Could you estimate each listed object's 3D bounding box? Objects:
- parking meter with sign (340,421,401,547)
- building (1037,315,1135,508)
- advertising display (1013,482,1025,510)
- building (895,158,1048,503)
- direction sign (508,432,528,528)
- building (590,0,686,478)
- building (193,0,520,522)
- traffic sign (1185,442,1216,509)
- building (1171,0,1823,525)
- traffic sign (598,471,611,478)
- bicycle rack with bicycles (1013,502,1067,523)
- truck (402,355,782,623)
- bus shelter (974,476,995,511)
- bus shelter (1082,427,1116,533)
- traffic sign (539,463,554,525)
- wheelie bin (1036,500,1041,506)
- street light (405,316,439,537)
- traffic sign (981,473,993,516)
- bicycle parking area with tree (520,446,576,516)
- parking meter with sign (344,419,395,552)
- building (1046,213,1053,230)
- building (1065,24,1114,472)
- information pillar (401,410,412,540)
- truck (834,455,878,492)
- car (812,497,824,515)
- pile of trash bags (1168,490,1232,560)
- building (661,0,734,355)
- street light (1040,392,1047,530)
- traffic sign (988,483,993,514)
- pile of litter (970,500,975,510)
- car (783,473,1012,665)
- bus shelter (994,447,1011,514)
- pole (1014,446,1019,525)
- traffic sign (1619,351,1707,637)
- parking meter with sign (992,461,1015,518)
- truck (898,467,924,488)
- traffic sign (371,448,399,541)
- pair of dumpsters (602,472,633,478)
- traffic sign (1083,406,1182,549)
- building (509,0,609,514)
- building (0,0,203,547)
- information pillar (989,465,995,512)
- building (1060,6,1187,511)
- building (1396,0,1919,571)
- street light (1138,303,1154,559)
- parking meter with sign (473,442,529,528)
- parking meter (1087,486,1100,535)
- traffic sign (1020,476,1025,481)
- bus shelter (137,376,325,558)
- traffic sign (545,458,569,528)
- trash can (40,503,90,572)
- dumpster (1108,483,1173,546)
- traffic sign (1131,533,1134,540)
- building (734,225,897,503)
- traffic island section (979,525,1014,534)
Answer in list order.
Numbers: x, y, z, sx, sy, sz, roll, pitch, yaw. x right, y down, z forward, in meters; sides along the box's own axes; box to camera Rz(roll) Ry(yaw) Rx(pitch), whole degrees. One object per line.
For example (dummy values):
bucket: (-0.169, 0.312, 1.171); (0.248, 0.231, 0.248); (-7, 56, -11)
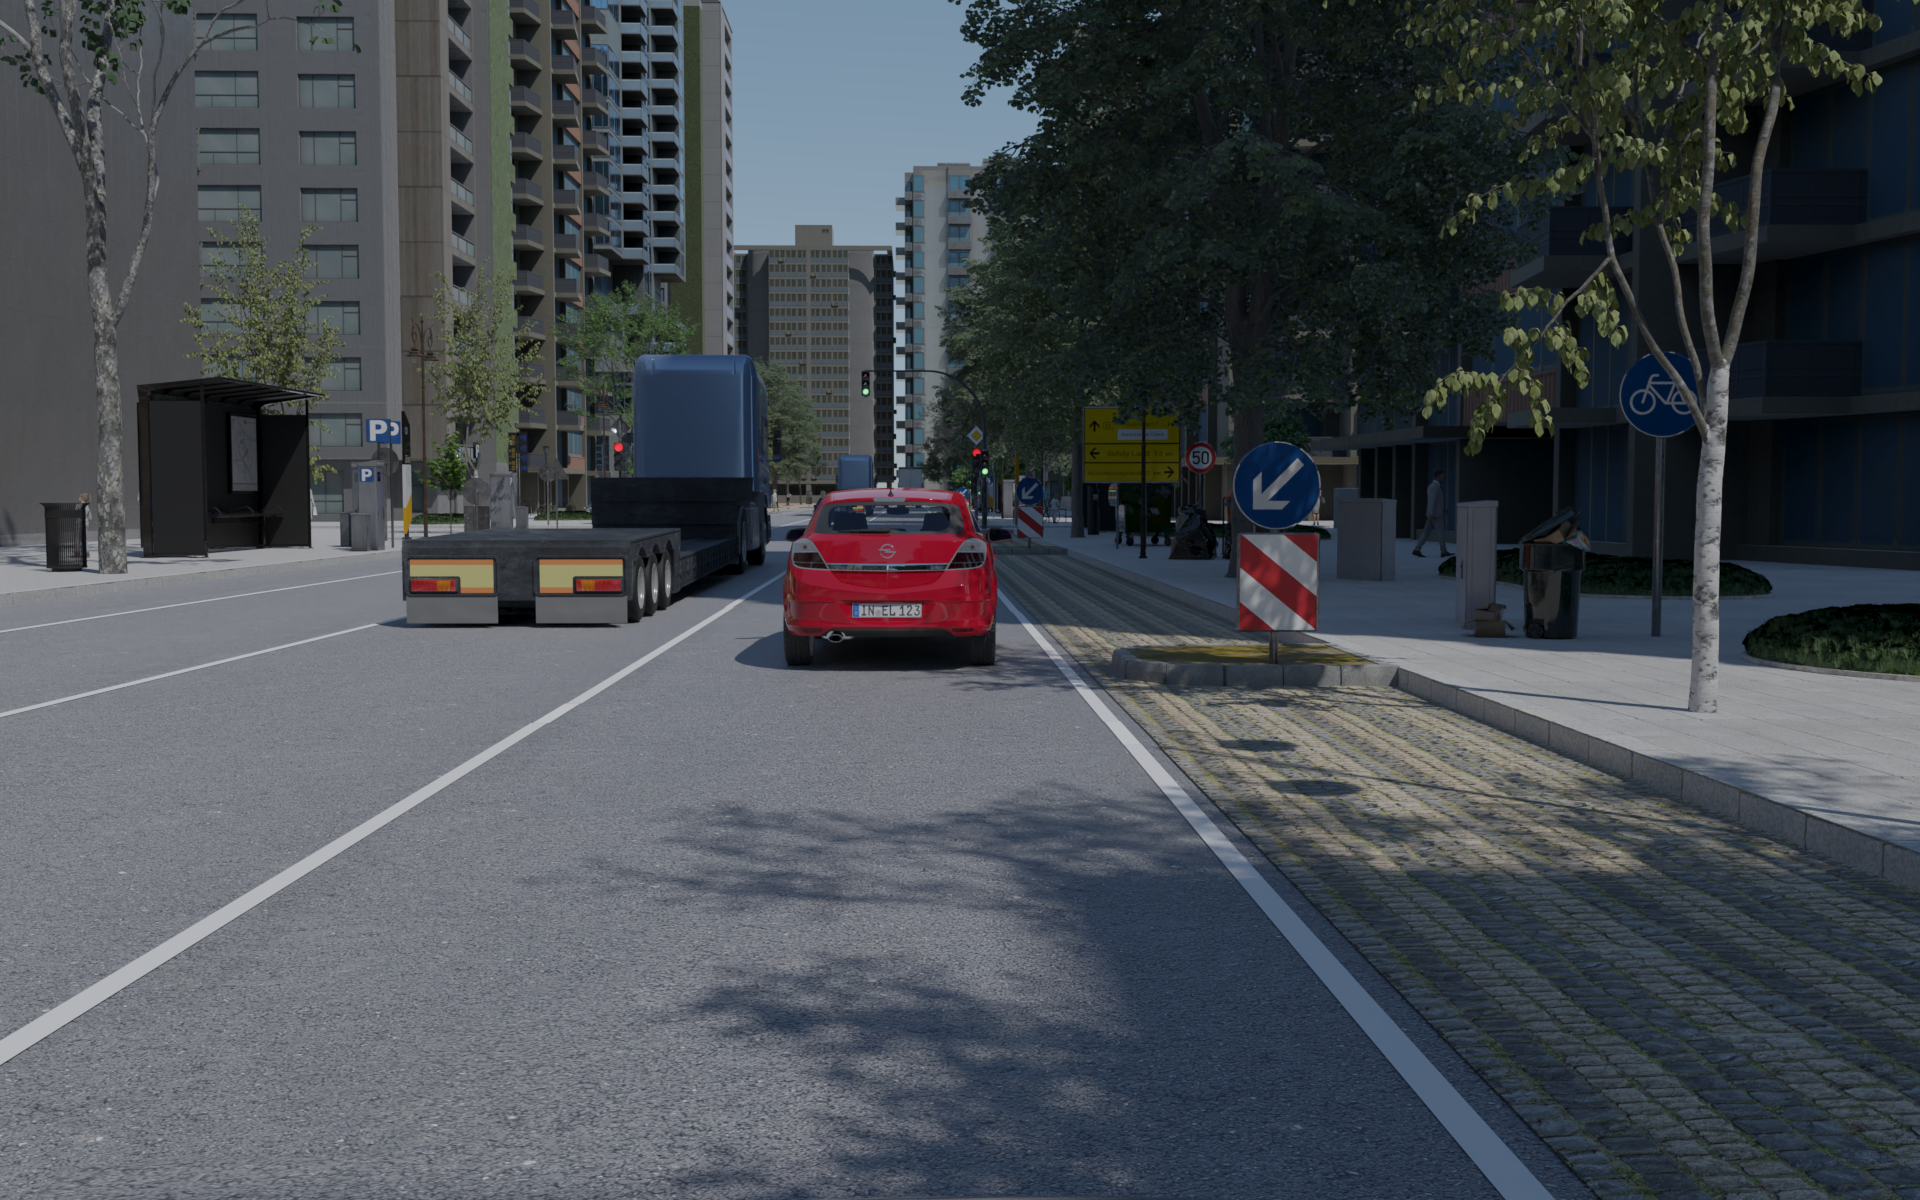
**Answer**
parking meter with sign: (-14.247, -2.777, 41.673); (1.738, 3.016, 0.543); (2, 4, 31)
building: (21.719, -20.321, 177.281); (27.650, 21.520, 28.899); (0, 4, -2)
advertising display: (3.198, -5.165, 89.664); (0.974, 1.923, 0.123); (1, 4, 20)
building: (6.019, -38.544, 249.799); (30.456, 49.044, 23.786); (0, 4, -2)
direction sign: (-16.197, -4.374, 63.508); (0.876, 3.537, 0.379); (2, 4, 27)
building: (-36.401, -51.838, 160.215); (22.319, 86.520, 31.000); (0, 4, -2)
building: (-30.335, -24.509, 84.318); (14.154, 41.232, 14.086); (0, 4, -2)
traffic sign: (5.902, -2.595, 42.537); (0.768, 2.556, 0.104); (0, 4, 6)
building: (24.893, -26.659, 90.499); (28.867, 44.769, 22.147); (0, 4, -2)
traffic sign: (-16.102, -4.666, 78.420); (0.606, 2.300, 0.079); (0, 4, 3)
bicycle rack with bicycles: (3.379, -3.919, 77.457); (2.852, 0.926, 2.925); (2, 4, 30)
truck: (-4.967, -2.320, 27.694); (2.967, 4.110, 18.799); (0, 4, -1)
bus shelter: (1.921, -8.123, 126.731); (2.014, 3.302, 5.546); (0, 4, -2)
bus shelter: (4.950, -4.219, 60.263); (1.731, 3.624, 6.357); (0, 4, -2)
traffic sign: (-16.857, -4.327, 70.853); (0.768, 2.556, 0.104); (0, 4, 8)
wheelie bin: (3.583, -4.638, 83.734); (0.693, 1.594, 0.980); (-2, 4, -26)
street light: (-13.975, -4.426, 45.156); (0.468, 5.910, 1.993); (0, 4, -2)
traffic sign: (1.610, -6.246, 102.222); (0.768, 2.556, 0.104); (0, 4, 1)
bicycle parking area with tree: (-27.408, -7.131, 103.596); (8.231, 4.147, 9.016); (1, 4, 14)
parking meter with sign: (-13.409, -2.635, 39.338); (0.543, 3.016, 1.738); (0, 4, -3)
building: (22.981, -31.270, 203.149); (32.217, 40.220, 23.993); (0, 4, -2)
building: (16.356, -28.837, 155.077); (14.154, 41.232, 14.086); (0, 4, -2)
information pillar: (-15.585, -3.512, 48.778); (0.183, 3.616, 0.504); (0, 4, 1)
truck: (-7.110, -7.557, 113.319); (2.967, 4.110, 18.799); (0, 4, -1)
car: (-5.537, -3.906, 76.446); (1.945, 1.354, 3.894); (0, 3, 0)
pile of trash bags: (5.366, -1.558, 35.229); (1.912, 1.369, 3.447); (1, 4, 18)
building: (-40.993, -40.409, 202.687); (28.212, 58.520, 21.231); (0, 4, -2)
street light: (2.960, -5.483, 62.429); (0.468, 5.910, 1.993); (0, 4, -2)
traffic sign: (1.870, -6.749, 112.480); (0.606, 2.300, 0.079); (0, 4, 7)
pile of litter: (0.971, -7.741, 140.524); (1.176, 0.858, 1.719); (1, 4, 12)
car: (-0.581, -0.423, 15.961); (2.155, 1.783, 4.494); (0, 3, 0)
bus shelter: (3.222, -8.506, 116.701); (2.179, 5.291, 8.768); (0, 4, -1)
pole: (2.350, -4.757, 71.619); (0.158, 3.312, 0.155); (0, 3, 0)
traffic sign: (6.275, -0.944, 15.536); (0.768, 2.556, 0.104); (0, 4, 5)
parking meter with sign: (2.619, -5.893, 92.606); (1.738, 3.016, 0.543); (0, 4, -8)
truck: (-5.260, -11.943, 184.175); (2.839, 4.237, 11.283); (0, 4, -1)
traffic sign: (-15.737, -2.893, 47.413); (0.768, 2.556, 0.104); (0, 4, 4)
pair of dumpsters: (-14.903, -4.467, 75.525); (1.574, 2.255, 4.437); (0, 4, -2)
traffic sign: (3.973, -2.826, 40.071); (2.265, 3.308, 0.079); (0, 4, 8)
building: (-37.286, -28.656, 123.154); (22.147, 44.769, 28.867); (0, 4, -2)
building: (-38.321, -13.977, 47.583); (30.058, 24.678, 14.314); (0, 4, -2)
information pillar: (2.210, -8.066, 123.228); (0.504, 3.616, 0.183); (-1, 4, -18)
building: (24.339, -26.926, 132.128); (32.217, 40.220, 23.993); (0, 4, -2)
building: (22.436, -23.620, 40.804); (22.147, 44.769, 28.867); (0, 4, -2)
street light: (3.650, -3.767, 34.373); (0.468, 5.910, 1.993); (0, 4, -2)
parking meter with sign: (-15.486, -3.807, 58.498); (1.738, 3.016, 0.543); (0, 4, 1)
parking meter: (4.190, -2.810, 54.354); (0.372, 1.533, 0.369); (0, 3, 0)
traffic sign: (3.589, -5.744, 96.036); (0.606, 2.300, 0.079); (0, 4, 1)
bus shelter: (-15.712, -2.840, 37.718); (1.731, 3.624, 6.357); (0, 4, -1)
traffic sign: (-14.498, -3.809, 62.278); (0.884, 2.594, 0.081); (0, 4, 3)
trash can: (-14.793, -1.040, 28.660); (0.748, 1.137, 0.748); (0, 3, 0)
dumpster: (4.558, -2.493, 43.259); (1.502, 2.255, 1.985); (0, 4, -2)
traffic sign: (4.536, -2.777, 45.515); (0.768, 2.556, 0.104); (1, 4, 8)
building: (-21.287, -34.305, 252.765); (23.993, 40.220, 32.217); (0, 4, -2)
traffic island section: (0.913, -2.533, 63.700); (2.009, 0.180, 2.903); (0, 4, -2)
